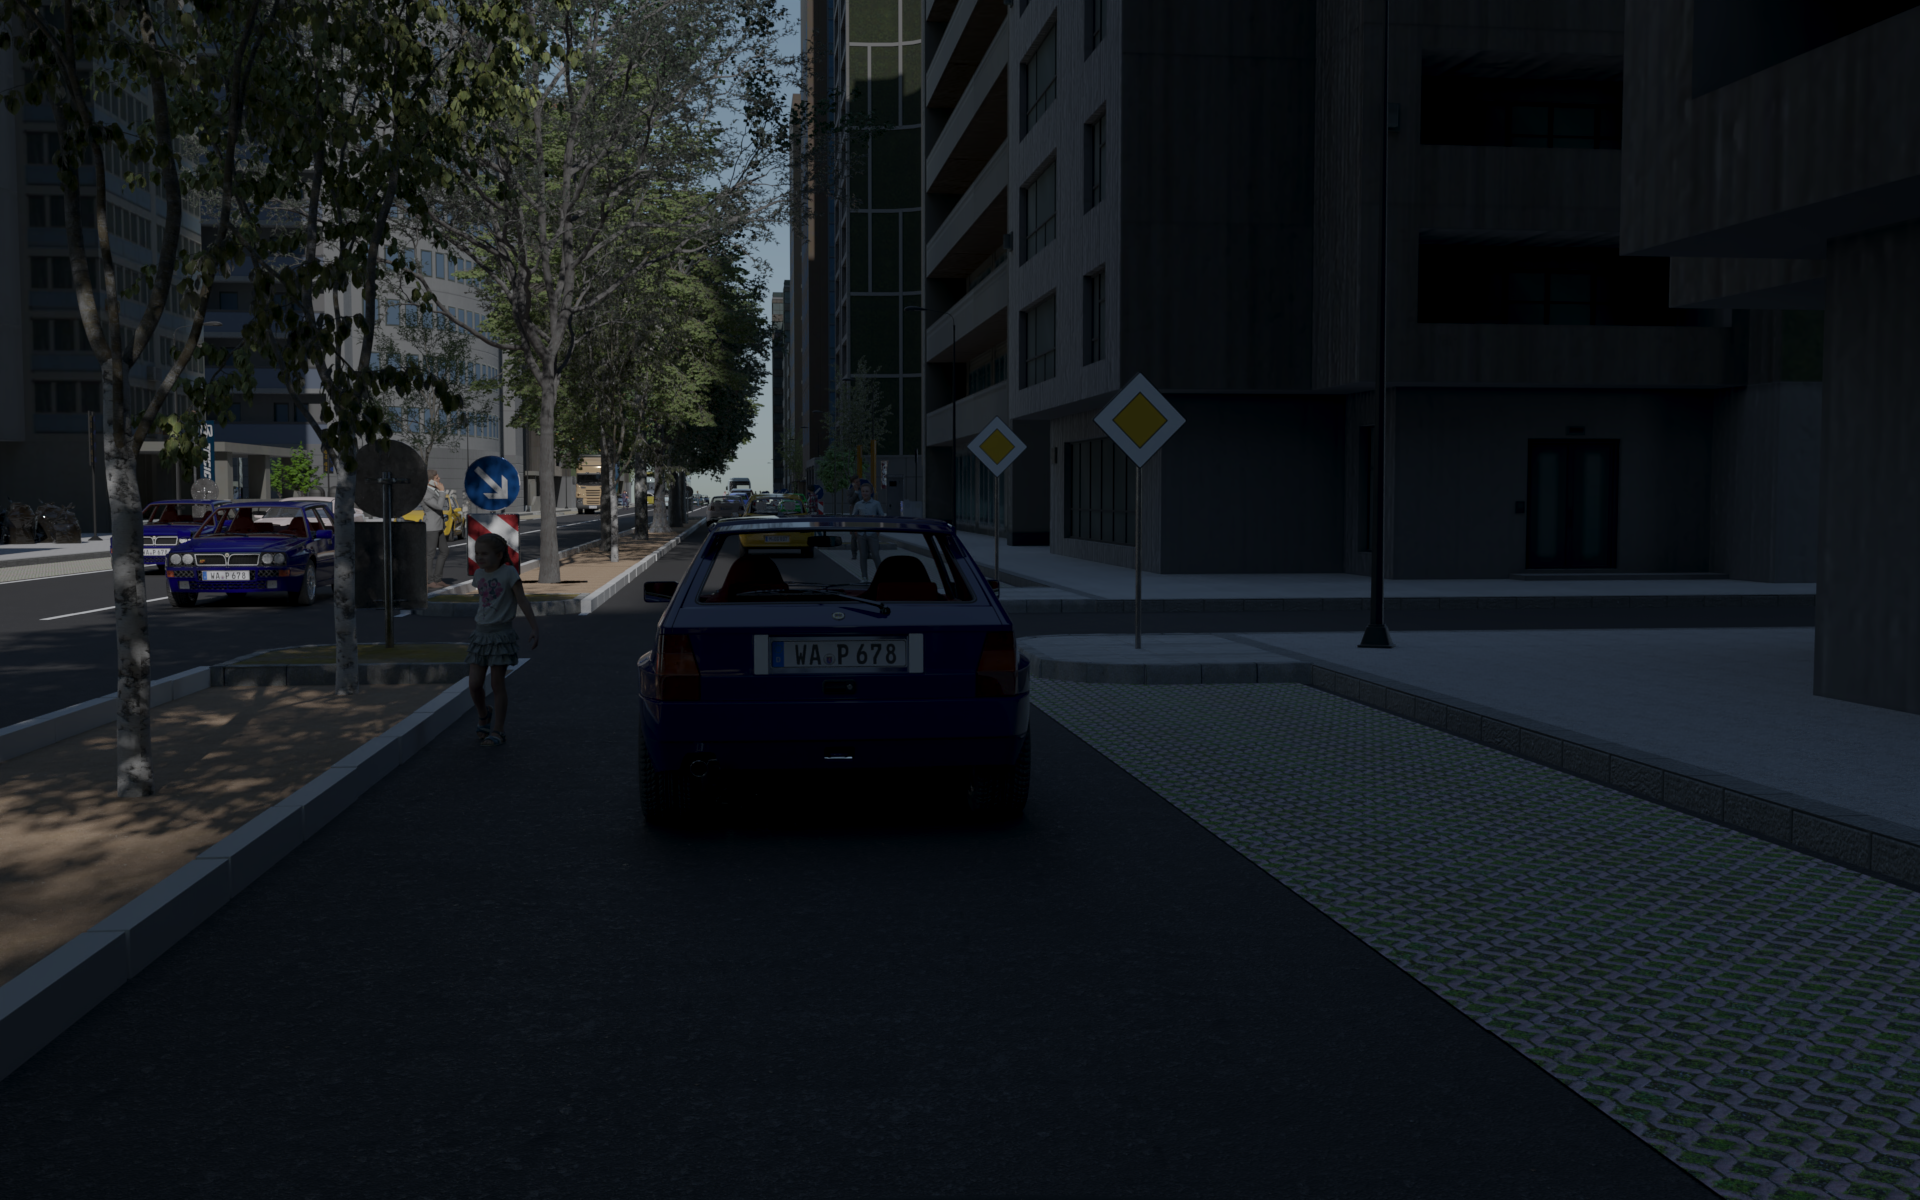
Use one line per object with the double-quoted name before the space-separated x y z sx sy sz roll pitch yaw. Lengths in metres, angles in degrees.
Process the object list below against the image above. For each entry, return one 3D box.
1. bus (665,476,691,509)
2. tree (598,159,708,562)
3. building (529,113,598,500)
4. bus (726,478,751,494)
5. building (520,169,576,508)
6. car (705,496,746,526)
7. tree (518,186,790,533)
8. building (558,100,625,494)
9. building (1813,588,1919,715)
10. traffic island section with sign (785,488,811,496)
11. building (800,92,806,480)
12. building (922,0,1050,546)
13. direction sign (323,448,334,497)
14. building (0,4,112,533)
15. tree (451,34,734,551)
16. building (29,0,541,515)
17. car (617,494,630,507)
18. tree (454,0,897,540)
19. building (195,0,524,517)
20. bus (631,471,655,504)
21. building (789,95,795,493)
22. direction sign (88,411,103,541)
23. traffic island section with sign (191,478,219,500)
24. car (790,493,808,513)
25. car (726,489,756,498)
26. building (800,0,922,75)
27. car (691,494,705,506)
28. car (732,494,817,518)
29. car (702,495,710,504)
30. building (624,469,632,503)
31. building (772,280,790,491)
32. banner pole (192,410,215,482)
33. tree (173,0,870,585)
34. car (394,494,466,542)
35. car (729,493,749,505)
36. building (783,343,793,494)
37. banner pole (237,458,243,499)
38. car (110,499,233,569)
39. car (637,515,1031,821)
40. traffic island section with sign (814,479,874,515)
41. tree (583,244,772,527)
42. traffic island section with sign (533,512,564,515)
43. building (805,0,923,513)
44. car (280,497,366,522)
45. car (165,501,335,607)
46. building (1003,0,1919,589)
"bus" -27.063 -10.384 164.642 2.948 3.499 13.247 0 4 -7
"tree" -7.200 -5.079 35.864 4.360 8.622 3.978 0 3 0
"building" -50.883 -32.746 190.017 22.147 44.769 28.867 0 4 -7
"bus" -25.611 -12.582 200.572 2.948 3.499 13.247 0 4 -8
"building" -41.844 -23.308 152.789 14.160 30.474 14.107 0 4 -7
"car" -10.516 -4.034 78.320 2.083 1.381 4.827 0 4 -7
"tree" -11.086 -8.819 63.661 9.611 12.733 9.660 0 3 0
"building" -53.426 -36.163 214.968 21.300 48.544 21.600 0 4 -7
"building" 11.089 -14.445 7.874 14.160 30.474 14.107 0 4 -7
"traffic island section with sign" -6.106 -3.859 71.730 1.989 1.847 2.006 0 4 -7
"building" -3.312 -30.859 159.169 22.147 44.769 28.867 0 4 -7
"building" 10.530 -26.242 52.767 21.300 48.544 21.600 0 4 -7
"direction sign" -24.109 -4.534 66.132 0.379 3.537 0.876 0 4 3
"building" -40.987 -22.494 59.659 32.217 40.220 23.993 0 4 -7
"tree" -8.617 -7.454 42.453 7.486 12.596 7.792 0 3 0
"building" -48.439 -26.916 131.955 32.217 40.220 23.993 0 4 -7
"car" -36.761 -10.737 187.544 2.014 1.417 4.499 0 4 -7
"tree" -8.565 -11.871 52.438 12.611 20.169 13.585 0 3 0
"building" -39.681 -34.510 106.241 21.231 58.520 28.212 0 4 -7
"bus" -33.830 -12.048 188.526 2.896 3.916 12.252 0 4 -6
"building" -11.615 -33.086 191.072 14.600 45.320 14.200 0 4 -7
"direction sign" -23.812 -3.401 47.597 0.379 3.537 0.876 -1 4 -17
"traffic island section with sign" -18.592 -2.066 42.401 1.989 1.847 2.006 0 4 -7
"car" -10.422 -6.069 108.032 1.959 1.807 4.718 -1 4 -9
"car" -15.261 -6.887 121.283 2.281 1.827 5.304 0 4 -7
"building" -5.377 -29.793 137.226 14.600 45.320 14.200 0 4 -7
"car" -31.479 -12.047 206.762 2.009 1.686 4.222 0 4 -7
"car" -4.315 -1.848 40.431 2.015 1.641 3.980 0 4 -7
"car" -35.958 -14.071 242.639 1.945 1.354 3.894 -1 4 -9
"building" -52.379 -28.355 235.300 14.160 30.474 14.107 0 4 -7
"building" -19.872 -29.131 247.991 14.160 30.474 14.107 0 4 -7
"banner pole" -22.662 -3.780 51.815 0.863 3.779 0.401 0 4 6
"tree" -6.620 -7.011 27.453 12.009 13.543 11.850 0 3 0
"car" -16.241 -2.621 53.079 2.015 1.641 3.980 -1 4 -9
"car" -14.452 -6.313 112.802 1.945 1.707 3.694 0 4 -8
"building" -7.630 -22.565 213.983 27.650 21.520 28.899 0 4 -7
"banner pole" -35.289 -5.803 84.894 0.401 3.779 0.863 -3 4 -38
"car" -14.261 -1.181 31.884 1.945 1.354 3.894 -1 4 -9
"car" -0.696 0.218 9.012 1.945 1.354 3.894 0 4 -6
"traffic island section with sign" -2.718 -2.224 44.988 1.989 1.847 2.006 0 4 -7
"tree" -12.239 -10.088 74.050 9.857 13.997 8.962 0 3 0
"traffic island section with sign" -28.371 -6.783 119.528 1.989 1.847 2.006 0 4 -7
"building" -0.130 -41.637 119.011 20.563 71.187 20.611 0 4 -7
"car" -14.912 -1.669 39.656 2.083 1.381 4.827 0 4 -6
"car" -9.328 -0.654 23.270 1.945 1.354 3.894 0 4 -8
"building" 8.723 -15.836 30.613 14.107 30.474 14.160 0 4 -7
